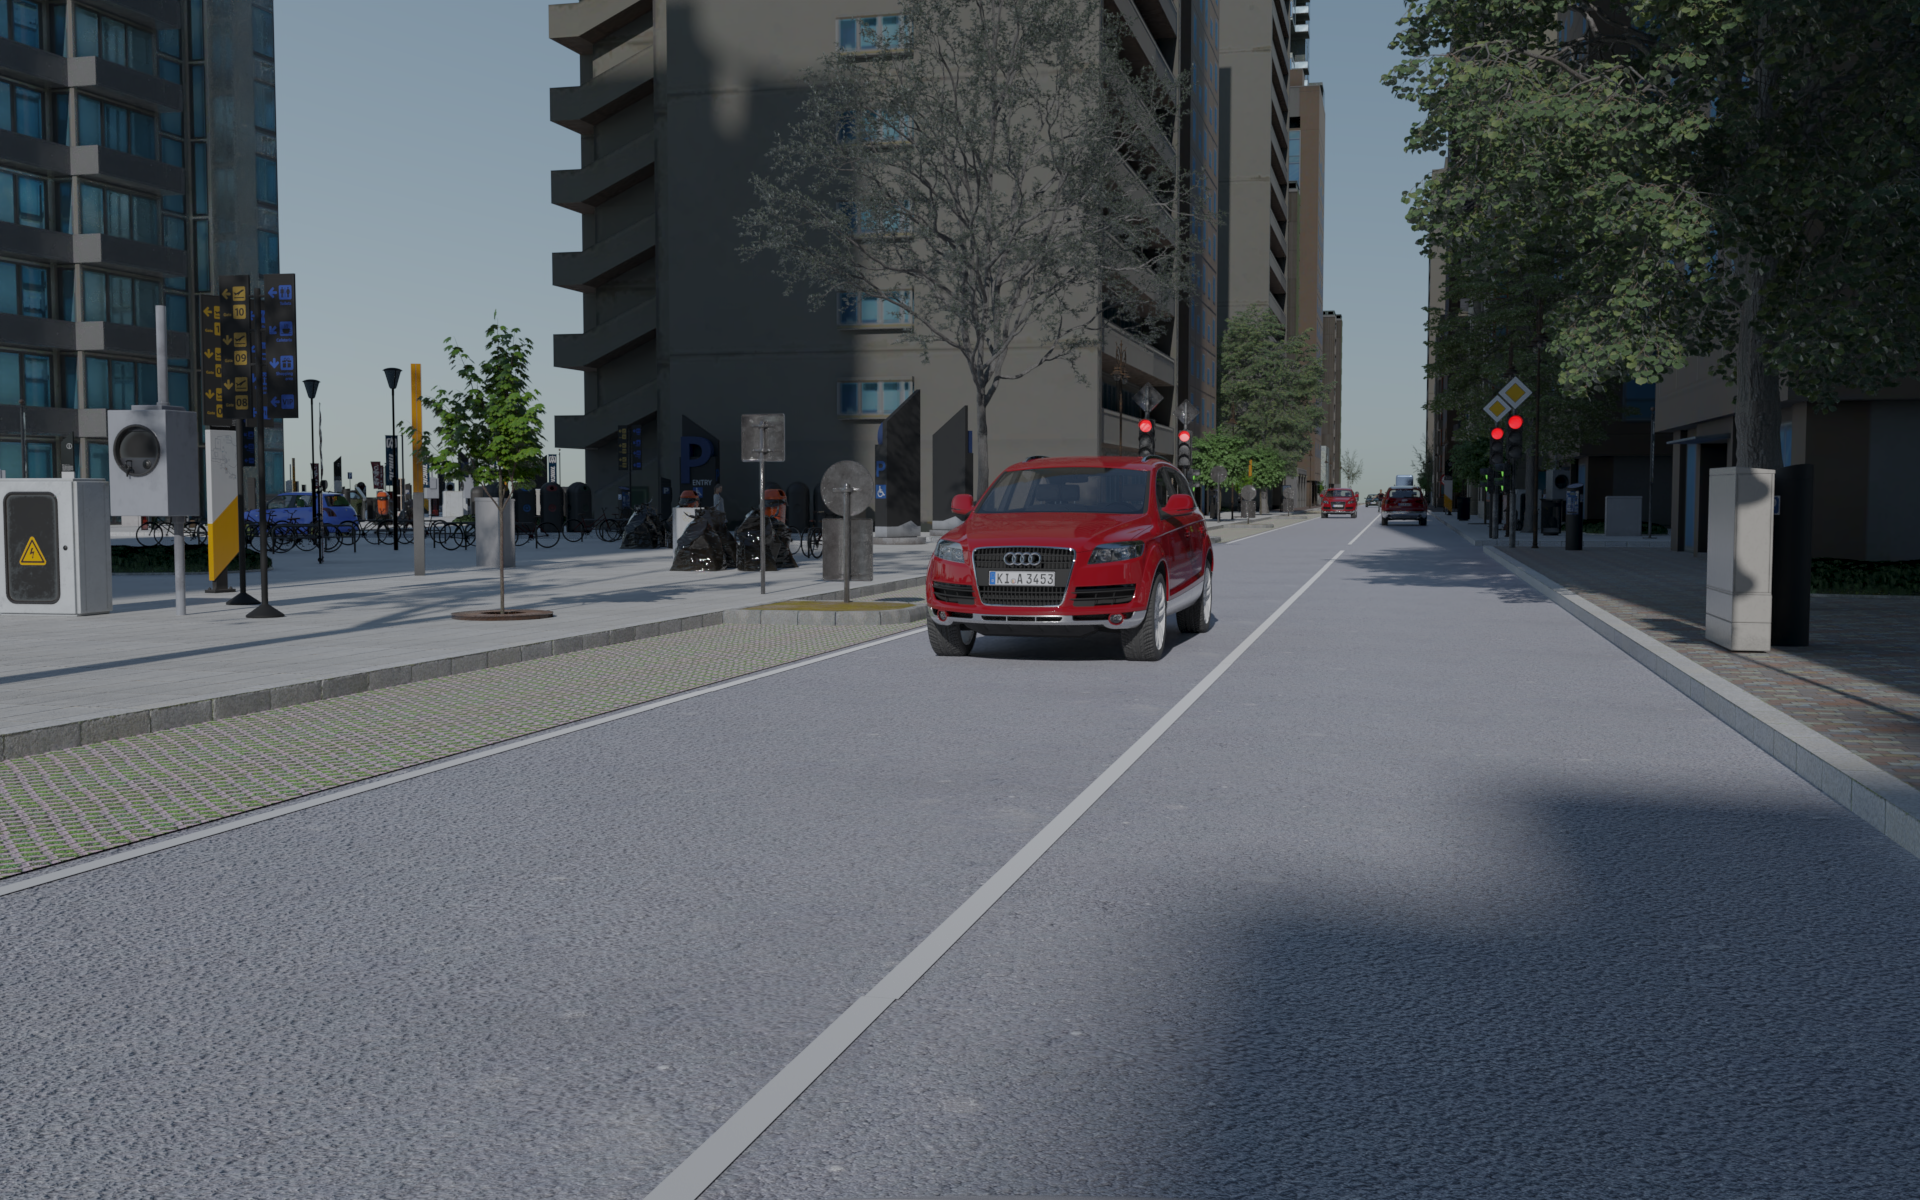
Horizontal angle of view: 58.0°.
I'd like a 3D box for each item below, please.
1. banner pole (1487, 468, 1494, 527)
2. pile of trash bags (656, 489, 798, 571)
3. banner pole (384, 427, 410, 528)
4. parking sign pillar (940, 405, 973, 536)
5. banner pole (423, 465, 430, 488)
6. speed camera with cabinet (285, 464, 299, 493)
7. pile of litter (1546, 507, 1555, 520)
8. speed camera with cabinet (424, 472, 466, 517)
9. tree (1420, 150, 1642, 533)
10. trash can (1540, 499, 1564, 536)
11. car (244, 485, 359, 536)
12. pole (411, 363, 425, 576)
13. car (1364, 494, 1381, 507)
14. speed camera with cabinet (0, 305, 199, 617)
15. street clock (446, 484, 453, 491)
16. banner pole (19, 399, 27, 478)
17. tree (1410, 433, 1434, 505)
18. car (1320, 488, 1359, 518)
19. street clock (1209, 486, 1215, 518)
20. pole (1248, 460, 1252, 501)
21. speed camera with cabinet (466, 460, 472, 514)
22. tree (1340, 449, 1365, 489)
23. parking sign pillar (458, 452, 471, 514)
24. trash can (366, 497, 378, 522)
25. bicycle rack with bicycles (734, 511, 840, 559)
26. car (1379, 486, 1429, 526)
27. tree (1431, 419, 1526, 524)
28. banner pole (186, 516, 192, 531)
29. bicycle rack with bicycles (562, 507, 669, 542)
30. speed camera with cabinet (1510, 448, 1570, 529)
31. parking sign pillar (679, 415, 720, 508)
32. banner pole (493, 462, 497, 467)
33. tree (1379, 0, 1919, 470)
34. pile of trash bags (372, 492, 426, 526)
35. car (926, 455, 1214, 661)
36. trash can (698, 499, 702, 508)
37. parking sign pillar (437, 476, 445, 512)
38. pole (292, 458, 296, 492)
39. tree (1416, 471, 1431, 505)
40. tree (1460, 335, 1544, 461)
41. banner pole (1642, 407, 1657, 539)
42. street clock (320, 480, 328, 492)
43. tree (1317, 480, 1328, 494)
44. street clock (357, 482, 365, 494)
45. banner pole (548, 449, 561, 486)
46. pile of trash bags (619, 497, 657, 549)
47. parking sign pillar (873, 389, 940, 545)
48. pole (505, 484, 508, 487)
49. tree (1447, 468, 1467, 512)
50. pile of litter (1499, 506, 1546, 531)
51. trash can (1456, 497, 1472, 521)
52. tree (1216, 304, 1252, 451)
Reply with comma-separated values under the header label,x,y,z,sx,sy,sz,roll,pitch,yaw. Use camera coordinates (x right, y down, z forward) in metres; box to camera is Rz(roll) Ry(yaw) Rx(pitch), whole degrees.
label,x,y,z,sx,sy,sz,roll,pitch,yaw
banner pole,20.860,-4.754,67.744,0.401,3.779,0.863,1,4,14
pile of trash bags,-3.706,-1.252,30.231,1.912,1.369,3.447,1,4,11
banner pole,-21.038,-4.567,64.694,0.863,3.779,0.401,-2,4,-31
parking sign pillar,-0.221,-3.955,53.141,1.447,3.967,1.447,3,4,39
banner pole,-27.403,-6.008,88.255,0.863,3.779,0.401,0,4,1
speed camera with cabinet,-43.486,-7.347,114.451,2.038,3.252,0.660,1,4,10
pile of litter,22.004,-3.172,65.825,1.719,0.858,1.176,1,4,10
speed camera with cabinet,-28.484,-6.185,95.455,2.038,3.252,0.660,-3,4,-37
tree,19.081,-8.528,57.568,7.486,12.596,7.792,0,3,0
trash can,18.271,-2.560,53.517,0.748,1.137,0.748,0,3,0
car,-20.455,-2.674,53.309,3.694,1.707,1.945,1,4,13
pole,-8.505,-2.039,27.174,0.158,3.312,0.155,0,3,0
car,44.727,-10.854,187.244,2.009,1.686,4.222,1,4,14
speed camera with cabinet,-9.103,-1.461,18.227,2.038,3.252,0.660,1,4,11
street clock,-37.320,-7.471,126.726,0.358,2.002,0.471,3,5,43
banner pole,-24.888,-3.430,46.096,0.401,3.779,0.863,-1,4,-22
tree,55.017,-15.430,202.640,4.360,8.622,3.978,0,3,0
car,22.702,-5.806,103.603,2.281,1.827,5.304,1,4,14
street clock,13.276,-5.294,91.132,0.471,2.002,0.358,3,4,38
pole,17.263,-6.684,103.134,0.158,3.312,0.155,0,3,0
speed camera with cabinet,-28.211,-6.356,98.258,0.660,3.252,2.038,-3,4,-36
tree,62.919,-20.103,279.046,4.360,8.622,3.978,0,3,0
parking sign pillar,-29.826,-7.133,105.103,1.447,3.967,1.447,2,4,29
trash can,-27.328,-4.225,80.732,0.748,1.137,0.748,0,3,0
bicycle rack with bicycles,-3.214,-1.372,35.818,2.852,0.926,2.925,2,4,28
car,20.570,-4.378,80.256,2.281,1.827,5.304,1,4,14
tree,22.506,-5.509,73.788,4.285,4.588,4.351,0,3,0
banner pole,-26.732,-4.280,59.995,0.401,3.779,0.863,-1,4,-11
bicycle rack with bicycles,-9.004,-2.054,46.958,2.925,0.926,2.852,0,4,7
speed camera with cabinet,21.225,-4.222,63.361,2.038,3.252,0.660,0,4,-7
parking sign pillar,-8.790,-4.282,58.487,1.447,3.967,1.447,1,4,13
banner pole,-23.848,-5.976,87.718,0.863,3.779,0.401,-2,4,-27
tree,8.987,-6.873,19.023,9.857,13.997,8.962,0,3,0
pile of trash bags,-23.513,-3.807,71.994,1.912,1.369,3.447,0,4,-2
car,1.201,-0.491,16.696,2.281,1.827,5.304,1,4,15
trash can,-8.649,-2.702,55.830,0.748,1.137,0.748,0,3,0
parking sign pillar,-37.144,-8.286,123.952,1.447,3.967,1.447,-1,4,-20
pole,-37.521,-6.344,97.565,0.158,3.312,0.155,0,3,0
tree,57.054,-13.875,210.571,4.285,4.588,4.351,0,3,0
tree,25.231,-8.004,81.233,4.737,8.622,4.395,0,3,0
banner pole,19.824,-3.645,49.608,0.401,3.779,0.863,1,4,16
street clock,-32.436,-5.125,88.362,0.358,2.002,0.471,0,4,4
tree,41.348,-12.563,200.008,1.663,3.219,1.824,0,3,0
street clock,-35.149,-5.940,101.690,0.471,2.002,0.358,-1,4,-21
banner pole,-22.257,-6.444,95.383,0.863,3.779,0.401,-2,4,-26
pile of trash bags,-6.962,-1.972,42.000,1.912,1.369,3.447,0,4,7
parking sign pillar,-1.587,-3.411,44.239,1.447,3.967,1.447,3,5,40
pole,-20.374,-5.130,77.712,0.158,3.312,0.155,0,3,0
tree,35.034,-7.858,123.078,1.663,3.219,1.824,0,3,0
pile of litter,19.589,-2.873,60.944,1.176,0.858,1.719,0,4,-5
trash can,24.154,-4.366,83.038,0.748,1.137,0.748,0,3,0
tree,20.199,-12.719,114.610,9.857,13.997,8.962,0,3,0
